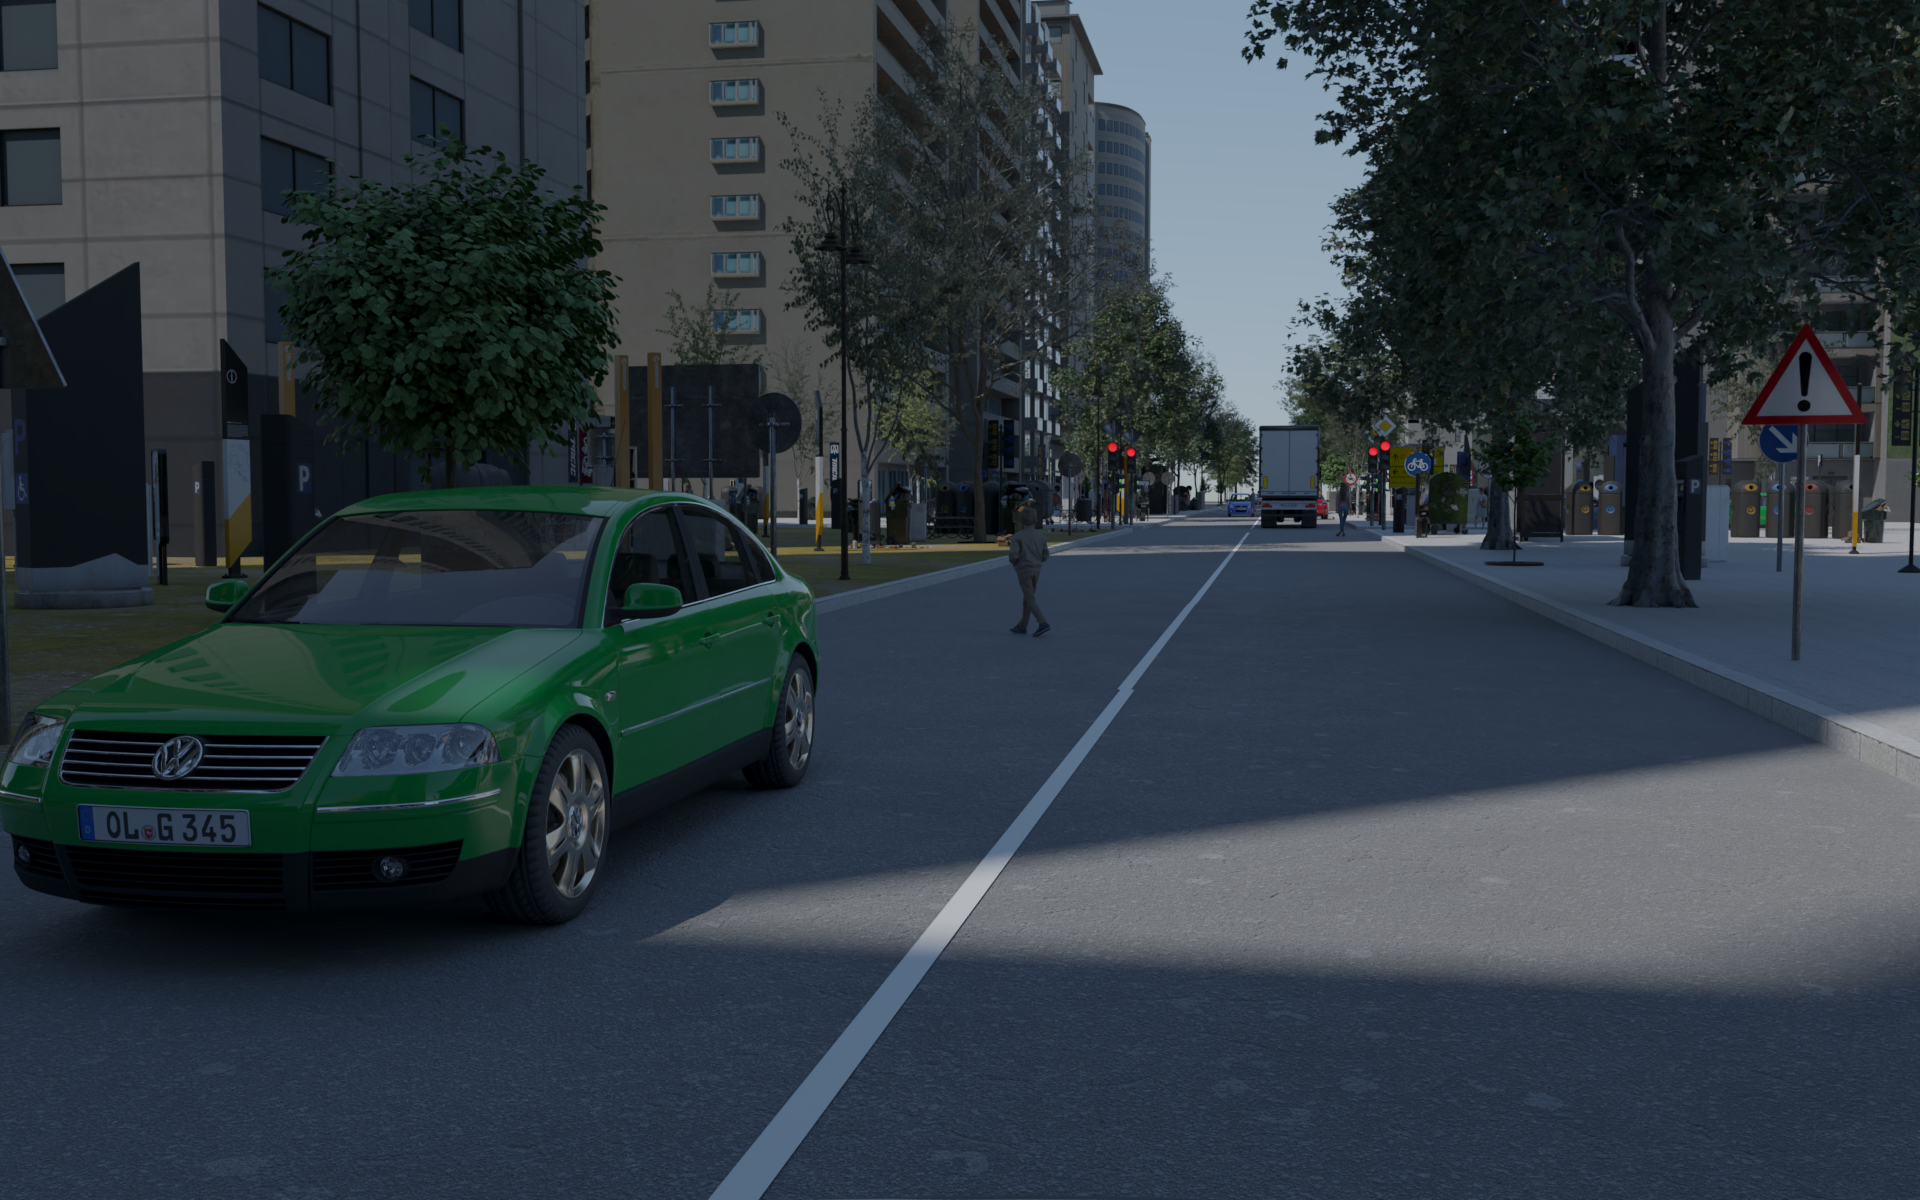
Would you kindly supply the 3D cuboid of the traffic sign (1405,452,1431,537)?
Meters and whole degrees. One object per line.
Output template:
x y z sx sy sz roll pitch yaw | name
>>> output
13.775 -3.184 52.169 0.768 2.556 0.104 1 4 14 | traffic sign

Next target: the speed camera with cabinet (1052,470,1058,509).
7.093 -8.885 139.603 2.038 3.252 0.660 -1 4 -21 | speed camera with cabinet

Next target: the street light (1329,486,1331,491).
30.998 -10.556 145.386 0.468 5.910 1.993 1 4 10 | street light

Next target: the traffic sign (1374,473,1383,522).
19.495 -4.862 80.675 0.795 2.450 0.064 1 4 16 | traffic sign

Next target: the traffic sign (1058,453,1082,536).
3.385 -3.263 53.456 0.768 2.556 0.104 1 4 13 | traffic sign

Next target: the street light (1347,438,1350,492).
23.945 -8.206 106.952 0.468 5.910 1.993 1 4 10 | street light

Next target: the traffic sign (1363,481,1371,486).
27.270 -7.075 115.674 0.884 2.594 0.081 1 4 12 | traffic sign

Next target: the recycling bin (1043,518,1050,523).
3.630 -3.993 77.847 0.722 1.027 0.722 -3 5 -44 | recycling bin

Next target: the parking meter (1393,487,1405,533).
14.587 -3.006 57.564 0.372 1.533 0.369 0 3 0 | parking meter

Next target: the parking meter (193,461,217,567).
-13.399 -1.530 30.726 0.399 1.863 0.255 3 5 43 | parking meter

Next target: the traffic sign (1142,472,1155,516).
10.931 -6.138 100.458 0.768 2.556 0.104 1 4 20 | traffic sign

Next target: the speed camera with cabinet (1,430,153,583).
-13.123 -1.913 25.606 0.660 3.252 2.038 3 5 43 | speed camera with cabinet

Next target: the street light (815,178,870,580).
-1.728 -3.240 25.768 0.468 5.910 1.993 1 4 10 | street light

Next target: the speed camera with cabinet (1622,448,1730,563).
13.385 -2.325 32.347 2.038 3.252 0.660 -1 4 -20 | speed camera with cabinet

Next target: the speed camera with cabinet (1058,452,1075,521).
5.119 -5.360 81.968 0.660 3.252 2.038 0 4 5 | speed camera with cabinet

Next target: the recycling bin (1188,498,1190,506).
18.561 -7.983 143.081 0.722 1.027 0.722 -1 4 -23 | recycling bin

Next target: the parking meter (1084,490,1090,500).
8.016 -6.159 109.104 0.372 1.533 0.369 0 3 0 | parking meter

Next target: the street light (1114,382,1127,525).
6.637 -6.038 71.509 0.468 5.910 1.993 1 4 10 | street light

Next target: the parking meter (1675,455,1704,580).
10.867 -1.234 25.885 0.399 1.863 0.255 -1 4 -22 | parking meter

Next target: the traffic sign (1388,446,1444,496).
19.314 -4.861 73.346 2.265 3.308 0.079 1 4 17 | traffic sign

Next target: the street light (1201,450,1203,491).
20.684 -10.701 147.747 0.468 5.910 1.993 1 4 10 | street light

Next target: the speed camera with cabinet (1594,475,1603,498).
30.682 -5.504 84.322 0.660 3.252 2.038 -3 4 -37 | speed camera with cabinet

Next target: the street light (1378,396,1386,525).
17.299 -6.015 71.133 0.468 5.910 1.993 1 4 10 | street light

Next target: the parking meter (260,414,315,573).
-4.997 -0.441 12.917 0.255 1.863 0.399 0 4 5 | parking meter

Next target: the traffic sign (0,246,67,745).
-4.899 -0.538 8.803 0.884 2.594 0.081 1 4 19 | traffic sign

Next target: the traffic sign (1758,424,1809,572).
13.540 -1.740 28.552 0.768 2.556 0.104 1 4 11 | traffic sign

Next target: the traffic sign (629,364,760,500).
-4.224 -2.046 27.320 2.265 3.308 0.079 1 4 15 | traffic sign

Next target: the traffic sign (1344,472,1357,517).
22.262 -6.032 98.724 0.768 2.556 0.104 1 4 15 | traffic sign

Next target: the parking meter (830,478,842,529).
-4.536 -3.535 63.508 0.399 1.863 0.255 1 4 17 | parking meter

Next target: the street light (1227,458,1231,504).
35.583 -15.646 228.592 0.468 5.910 1.993 1 4 10 | street light

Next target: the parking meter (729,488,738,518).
-9.649 -3.996 73.744 0.372 1.533 0.369 0 3 0 | parking meter

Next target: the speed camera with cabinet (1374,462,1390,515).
26.268 -6.869 106.643 0.660 3.252 2.038 -2 4 -27 | speed camera with cabinet

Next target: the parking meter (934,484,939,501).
-1.252 -5.574 96.843 0.399 1.863 0.255 1 4 13 | parking meter

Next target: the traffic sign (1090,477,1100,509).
8.117 -6.228 103.952 0.606 2.300 0.079 1 4 18 | traffic sign

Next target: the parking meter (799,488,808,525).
-6.604 -3.954 73.059 0.372 1.533 0.369 0 3 0 | parking meter

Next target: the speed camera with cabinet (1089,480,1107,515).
8.543 -6.918 107.444 0.660 3.252 2.038 1 4 21 | speed camera with cabinet

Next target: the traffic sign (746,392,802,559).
-2.341 -1.321 21.704 0.768 2.556 0.104 1 4 19 | traffic sign

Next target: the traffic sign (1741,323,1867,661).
6.451 -0.813 13.294 0.884 2.594 0.081 1 4 14 | traffic sign

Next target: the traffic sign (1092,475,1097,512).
8.344 -6.463 105.779 0.768 2.556 0.104 1 4 18 | traffic sign

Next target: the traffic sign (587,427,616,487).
-5.394 -1.481 26.345 0.606 2.300 0.079 1 4 15 | traffic sign

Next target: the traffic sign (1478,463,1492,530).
17.810 -3.559 58.303 0.768 2.556 0.104 1 4 16 | traffic sign

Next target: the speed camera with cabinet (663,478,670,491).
-24.282 -9.320 146.712 2.038 3.252 0.660 -3 5 -45 | speed camera with cabinet

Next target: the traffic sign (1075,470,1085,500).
5.654 -5.113 83.706 0.768 2.556 0.104 1 4 12 | traffic sign

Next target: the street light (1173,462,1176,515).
13.429 -8.283 108.222 0.468 5.910 1.993 1 4 10 | street light

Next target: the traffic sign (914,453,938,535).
-1.058 -3.270 53.570 0.768 2.556 0.104 1 4 12 | traffic sign

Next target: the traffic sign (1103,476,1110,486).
9.322 -6.772 111.912 0.795 2.450 0.064 1 4 11 | traffic sign

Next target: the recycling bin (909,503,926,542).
-1.291 -2.094 46.784 0.722 1.027 0.722 0 4 -5 | recycling bin

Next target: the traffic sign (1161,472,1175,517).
11.784 -6.005 98.283 0.768 2.556 0.104 1 4 13 | traffic sign

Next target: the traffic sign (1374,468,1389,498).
19.055 -4.804 78.550 0.884 2.594 0.081 1 4 13 | traffic sign

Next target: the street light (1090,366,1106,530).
4.996 -5.490 62.543 0.468 5.910 1.993 1 4 10 | street light
